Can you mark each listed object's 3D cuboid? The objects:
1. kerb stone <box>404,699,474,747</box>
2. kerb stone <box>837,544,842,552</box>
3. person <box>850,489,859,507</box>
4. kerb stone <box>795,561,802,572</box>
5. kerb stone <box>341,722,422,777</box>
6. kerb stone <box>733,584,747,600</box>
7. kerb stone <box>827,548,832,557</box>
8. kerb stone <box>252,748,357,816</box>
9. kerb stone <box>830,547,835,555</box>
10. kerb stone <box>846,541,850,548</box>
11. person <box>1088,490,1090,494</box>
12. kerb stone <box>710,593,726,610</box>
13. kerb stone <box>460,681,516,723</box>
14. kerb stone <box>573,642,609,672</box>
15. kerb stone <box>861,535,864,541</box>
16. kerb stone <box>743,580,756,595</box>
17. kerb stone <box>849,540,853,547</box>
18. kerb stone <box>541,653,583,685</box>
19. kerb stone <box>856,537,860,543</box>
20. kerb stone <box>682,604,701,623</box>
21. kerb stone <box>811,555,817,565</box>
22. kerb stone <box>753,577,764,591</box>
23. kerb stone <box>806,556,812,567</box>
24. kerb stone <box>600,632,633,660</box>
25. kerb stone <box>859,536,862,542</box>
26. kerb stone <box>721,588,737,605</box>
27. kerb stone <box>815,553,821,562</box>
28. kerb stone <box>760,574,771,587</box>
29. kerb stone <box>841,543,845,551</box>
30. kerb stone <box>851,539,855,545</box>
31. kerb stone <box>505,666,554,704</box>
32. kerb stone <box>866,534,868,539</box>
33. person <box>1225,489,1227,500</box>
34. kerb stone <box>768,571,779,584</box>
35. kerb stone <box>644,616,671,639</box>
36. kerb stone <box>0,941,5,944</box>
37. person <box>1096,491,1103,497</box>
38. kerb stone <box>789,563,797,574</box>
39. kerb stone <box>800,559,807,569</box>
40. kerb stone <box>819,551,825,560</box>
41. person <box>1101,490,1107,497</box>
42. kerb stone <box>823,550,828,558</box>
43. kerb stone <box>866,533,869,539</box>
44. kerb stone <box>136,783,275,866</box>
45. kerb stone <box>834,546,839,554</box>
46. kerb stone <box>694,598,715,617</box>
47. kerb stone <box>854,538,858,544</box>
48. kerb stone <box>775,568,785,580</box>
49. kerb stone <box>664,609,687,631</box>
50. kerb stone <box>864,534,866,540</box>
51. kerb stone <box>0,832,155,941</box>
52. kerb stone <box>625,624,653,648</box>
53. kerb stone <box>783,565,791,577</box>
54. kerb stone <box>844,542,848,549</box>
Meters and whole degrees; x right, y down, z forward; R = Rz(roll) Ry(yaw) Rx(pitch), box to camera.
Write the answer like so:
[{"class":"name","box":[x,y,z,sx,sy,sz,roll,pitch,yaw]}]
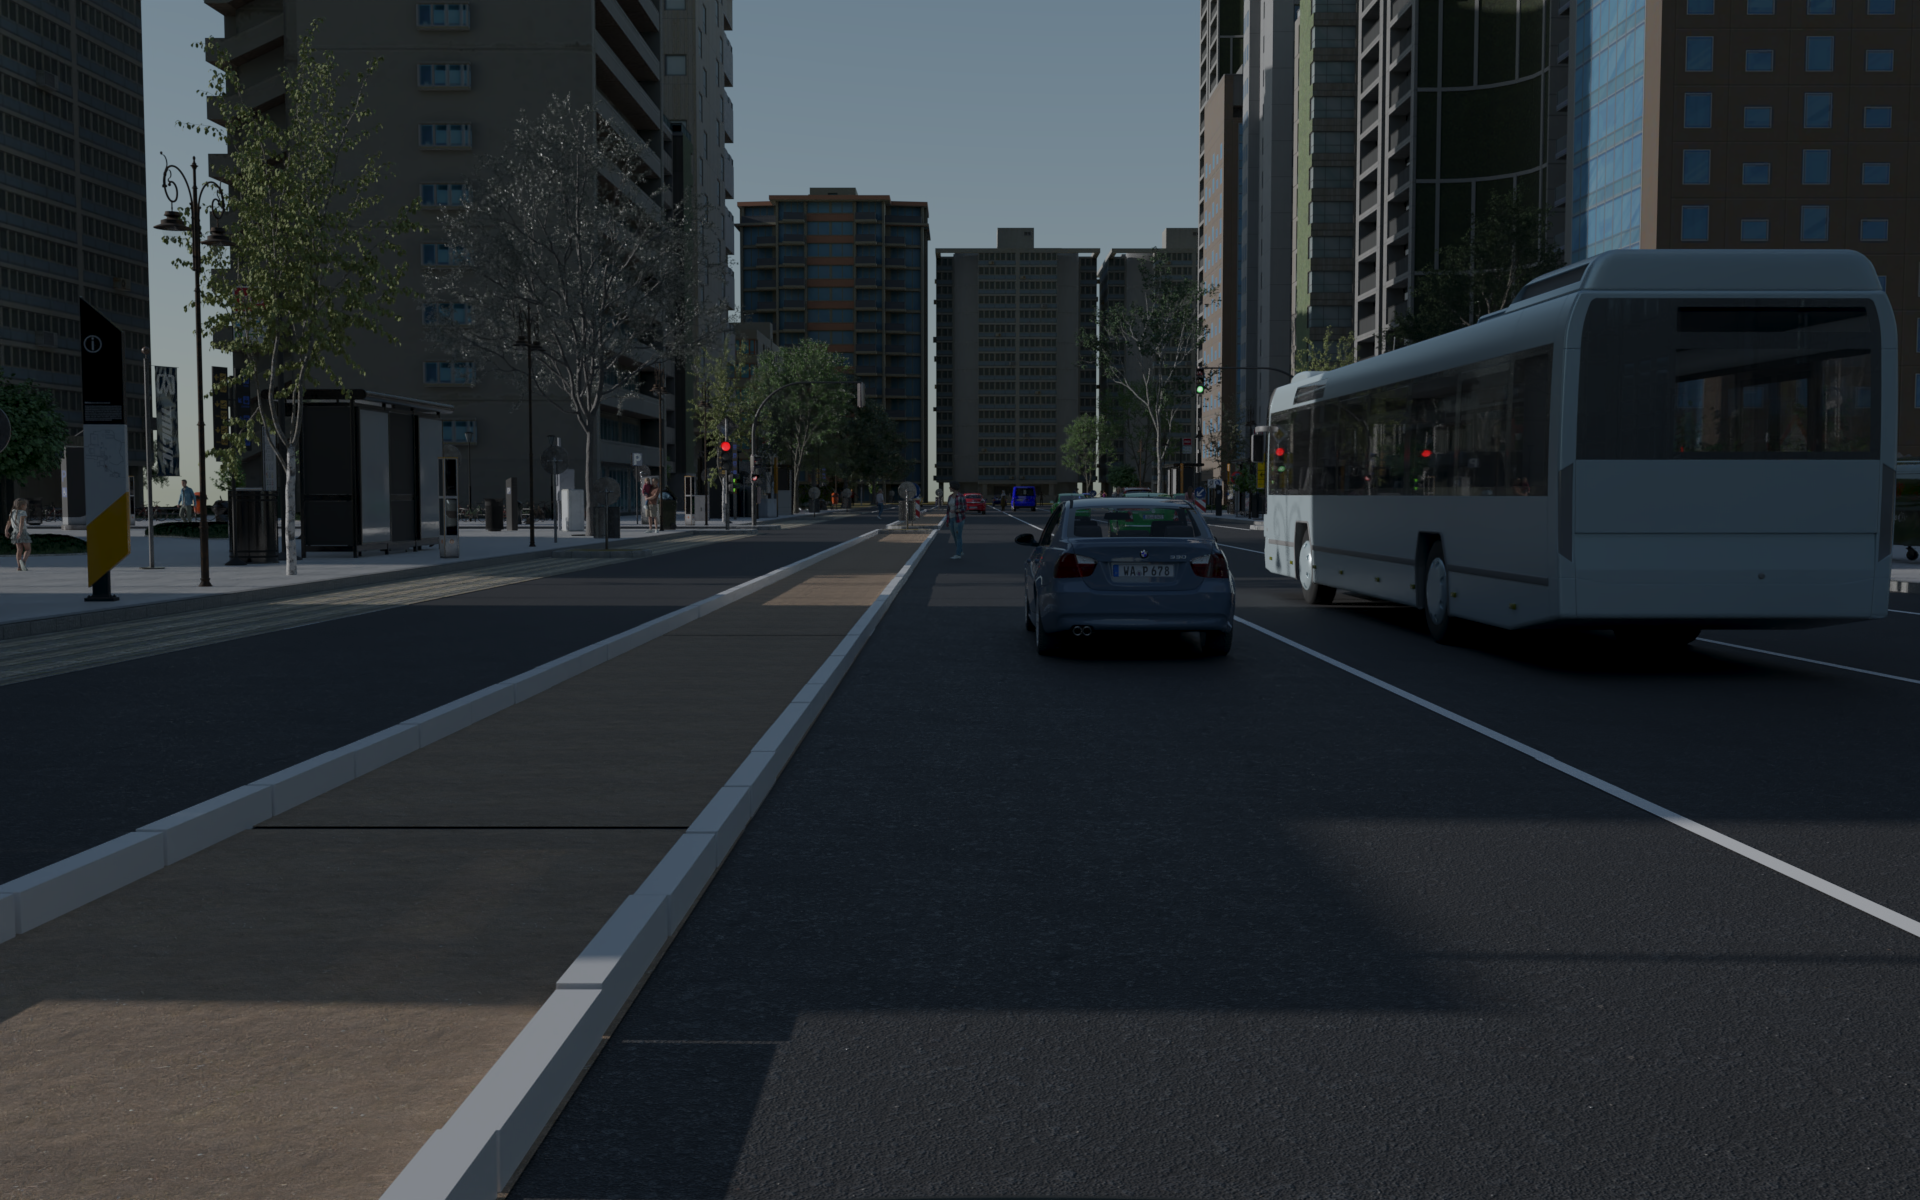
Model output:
[{"class":"kerb stone","box":[-3.077,0.734,10.195,0.120,0.150,1.000,0,3,0]},{"class":"kerb stone","box":[-3.021,-1.210,41.974,0.120,0.150,1.000,0,3,0]},{"class":"person","box":[-10.911,-10.341,175.081,1.348,1.831,0.705,0,4,-8]},{"class":"kerb stone","box":[-3.044,-0.576,31.699,0.120,0.150,1.000,0,3,0]},{"class":"kerb stone","box":[-3.083,0.801,9.173,0.120,0.150,1.000,0,3,0]},{"class":"kerb stone","box":[-3.055,-0.081,23.517,0.120,0.150,1.000,0,3,0]},{"class":"kerb stone","box":[-3.032,-1.019,38.894,0.120,0.150,1.000,0,3,0]},{"class":"kerb stone","box":[-3.086,0.859,8.151,0.120,0.150,1.000,0,3,0]},{"class":"kerb stone","box":[-3.026,-1.083,39.919,0.120,0.150,1.000,0,3,0]},{"class":"kerb stone","box":[-3.018,-1.398,45.049,0.120,0.150,1.000,0,3,0]},{"class":"person","box":[15.403,-12.264,206.543,0.705,1.826,1.348,2,4,30]},{"class":"kerb stone","box":[-3.061,0.051,21.471,0.120,0.150,1.000,0,3,0]},{"class":"kerb stone","box":[-3.080,0.673,11.217,0.120,0.150,1.000,0,3,0]},{"class":"kerb stone","box":[-3.076,0.484,14.284,0.120,0.150,1.000,0,3,0]},{"class":"kerb stone","box":[-3.000,-1.773,51.185,0.120,0.150,1.000,0,3,0]},{"class":"kerb stone","box":[-3.053,-0.144,24.545,0.120,0.150,1.000,0,3,0]},{"class":"kerb stone","box":[-3.010,-1.459,46.074,0.120,0.150,1.000,0,3,0]},{"class":"kerb stone","box":[-3.075,0.547,13.262,0.120,0.150,1.000,0,3,0]},{"class":"kerb stone","box":[-3.010,-1.646,49.140,0.120,0.150,1.000,0,3,0]},{"class":"kerb stone","box":[-3.069,0.175,19.417,0.120,0.150,1.000,0,3,0]},{"class":"kerb stone","box":[-3.031,-0.764,34.798,0.120,0.150,1.000,0,3,0]},{"class":"kerb stone","box":[-3.049,-0.206,25.567,0.120,0.150,1.000,0,3,0]},{"class":"kerb stone","box":[-3.032,-0.708,33.767,0.120,0.150,1.000,0,3,0]},{"class":"kerb stone","box":[-3.071,0.421,15.314,0.120,0.150,1.000,0,3,0]},{"class":"kerb stone","box":[-3.006,-1.710,50.162,0.120,0.150,1.000,0,3,0]},{"class":"kerb stone","box":[-3.059,-0.016,22.493,0.120,0.150,1.000,0,3,0]},{"class":"kerb stone","box":[-3.032,-0.828,35.819,0.120,0.150,1.000,0,3,0]},{"class":"kerb stone","box":[-3.051,-0.267,26.589,0.120,0.150,1.000,0,3,0]},{"class":"kerb stone","box":[-3.012,-1.272,42.997,0.120,0.150,1.000,0,3,0]},{"class":"kerb stone","box":[-3.012,-1.523,47.096,0.120,0.150,1.000,0,3,0]},{"class":"kerb stone","box":[-3.069,0.609,12.240,0.120,0.150,1.000,0,3,0]},{"class":"kerb stone","box":[-2.997,-1.895,53.229,0.120,0.150,1.000,0,3,0]},{"class":"person","box":[24.223,-9.159,156.238,0.683,1.767,0.568,2,4,24]},{"class":"kerb stone","box":[-3.043,-0.329,27.611,0.120,0.150,1.000,0,3,0]},{"class":"kerb stone","box":[-3.069,0.295,17.373,0.120,0.150,1.000,0,3,0]},{"class":"kerb stone","box":[-3.097,1.048,5.064,0.120,0.150,1.000,0,3,0]},{"class":"person","box":[17.843,-13.024,219.700,1.217,1.735,0.721,1,4,17]},{"class":"kerb stone","box":[-3.045,-0.516,30.677,0.120,0.150,1.000,0,3,0]},{"class":"kerb stone","box":[-3.037,-0.645,32.733,0.120,0.150,1.000,0,3,0]},{"class":"kerb stone","box":[-3.035,-0.893,36.843,0.120,0.150,1.000,0,3,0]},{"class":"person","box":[17.563,-12.525,211.504,0.721,1.739,1.217,-2,4,-32]},{"class":"kerb stone","box":[-3.032,-0.958,37.865,0.120,0.150,1.000,0,3,0]},{"class":"kerb stone","box":[-3.003,-1.957,54.251,0.120,0.150,1.000,0,3,0]},{"class":"kerb stone","box":[-3.091,0.922,7.125,0.120,0.150,1.000,0,3,0]},{"class":"kerb stone","box":[-3.023,-1.147,40.946,0.120,0.150,1.000,0,3,0]},{"class":"kerb stone","box":[-3.057,0.107,20.439,0.120,0.150,1.000,0,3,0]},{"class":"kerb stone","box":[-3.008,-1.582,48.118,0.120,0.150,1.000,0,3,0]},{"class":"kerb stone","box":[-3.049,-0.394,28.633,0.120,0.150,1.000,0,3,0]},{"class":"kerb stone","box":[-3.066,0.232,18.395,0.120,0.150,1.000,0,3,0]},{"class":"kerb stone","box":[-2.995,-1.832,52.207,0.120,0.150,1.000,0,3,0]},{"class":"kerb stone","box":[-3.094,0.989,6.097,0.120,0.150,1.000,0,3,0]},{"class":"kerb stone","box":[-3.070,0.360,16.343,0.120,0.150,1.000,0,3,0]},{"class":"kerb stone","box":[-3.047,-0.456,29.655,0.120,0.150,1.000,0,3,0]},{"class":"kerb stone","box":[-3.015,-1.335,44.027,0.120,0.150,1.000,0,3,0]}]
